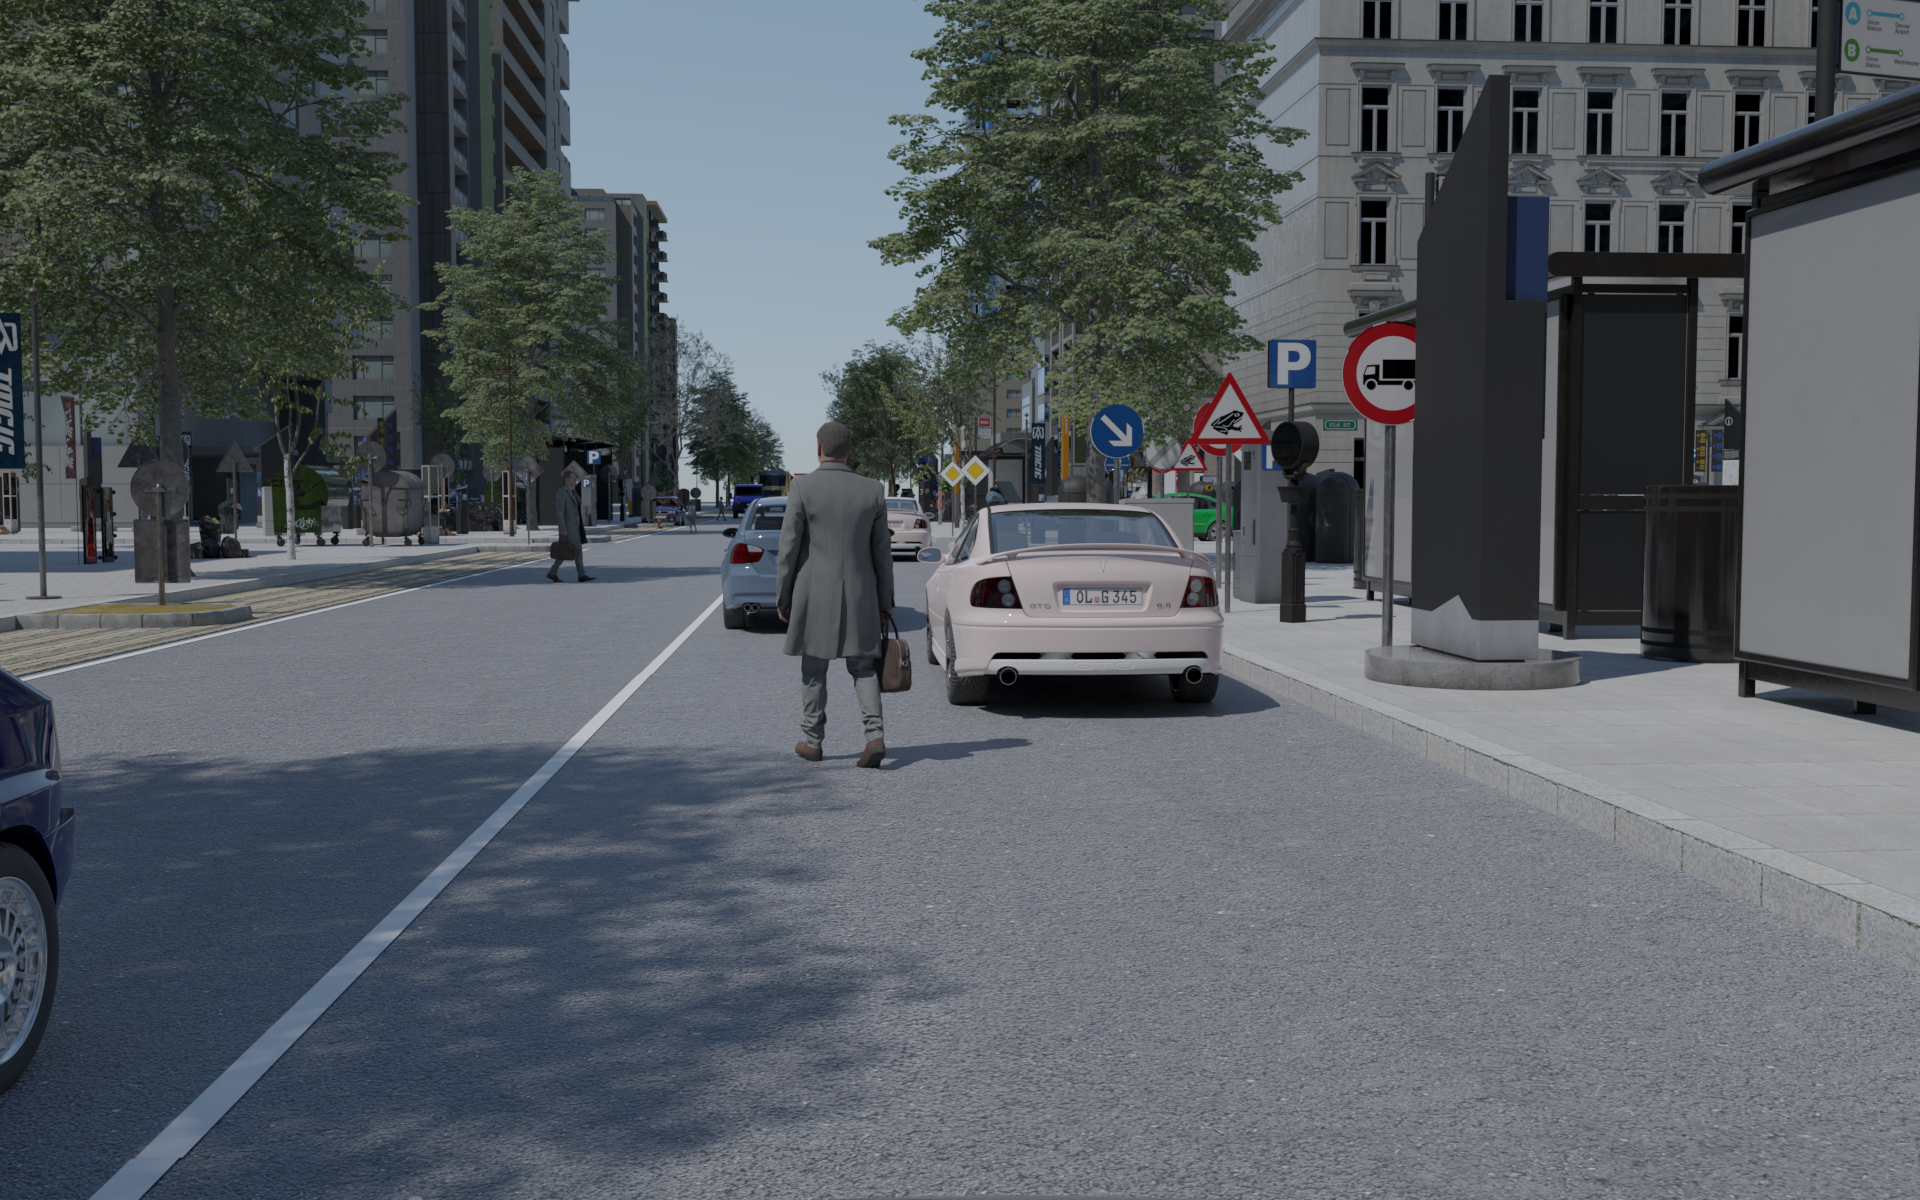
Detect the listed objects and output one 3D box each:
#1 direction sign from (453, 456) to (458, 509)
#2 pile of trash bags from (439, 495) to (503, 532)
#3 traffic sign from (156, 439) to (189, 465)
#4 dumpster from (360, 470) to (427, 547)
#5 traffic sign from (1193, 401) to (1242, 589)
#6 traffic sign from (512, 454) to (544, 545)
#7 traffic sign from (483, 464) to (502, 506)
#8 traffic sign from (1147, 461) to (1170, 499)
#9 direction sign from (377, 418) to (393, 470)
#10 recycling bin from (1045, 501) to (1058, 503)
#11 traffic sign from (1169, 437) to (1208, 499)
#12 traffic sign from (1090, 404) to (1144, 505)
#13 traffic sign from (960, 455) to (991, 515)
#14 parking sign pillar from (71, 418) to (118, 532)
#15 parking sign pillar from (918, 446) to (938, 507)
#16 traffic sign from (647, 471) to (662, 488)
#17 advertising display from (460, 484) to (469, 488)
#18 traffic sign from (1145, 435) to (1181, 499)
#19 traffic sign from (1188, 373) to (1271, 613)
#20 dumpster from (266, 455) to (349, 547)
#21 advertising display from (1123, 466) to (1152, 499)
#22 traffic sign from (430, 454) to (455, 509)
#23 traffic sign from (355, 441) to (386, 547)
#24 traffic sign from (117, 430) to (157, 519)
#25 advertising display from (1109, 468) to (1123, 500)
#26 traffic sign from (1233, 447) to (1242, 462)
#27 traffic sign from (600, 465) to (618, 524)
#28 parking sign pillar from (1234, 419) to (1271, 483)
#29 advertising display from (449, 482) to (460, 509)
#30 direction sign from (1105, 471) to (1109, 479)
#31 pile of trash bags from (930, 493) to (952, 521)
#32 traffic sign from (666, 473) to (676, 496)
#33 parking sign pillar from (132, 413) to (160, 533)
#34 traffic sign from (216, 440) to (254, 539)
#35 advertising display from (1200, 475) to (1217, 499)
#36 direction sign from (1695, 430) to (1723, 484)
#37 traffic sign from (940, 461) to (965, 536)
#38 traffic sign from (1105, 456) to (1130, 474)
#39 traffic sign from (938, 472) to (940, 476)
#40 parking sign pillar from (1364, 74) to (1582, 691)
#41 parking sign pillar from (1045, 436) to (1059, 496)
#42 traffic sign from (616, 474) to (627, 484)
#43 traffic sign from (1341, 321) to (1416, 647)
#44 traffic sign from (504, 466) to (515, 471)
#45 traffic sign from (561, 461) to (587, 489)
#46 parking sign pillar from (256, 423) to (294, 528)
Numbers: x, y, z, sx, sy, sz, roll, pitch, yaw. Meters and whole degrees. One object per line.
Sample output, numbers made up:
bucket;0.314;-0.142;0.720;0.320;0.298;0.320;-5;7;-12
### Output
direction sign;-29.007;-6.588;99.703;0.379;3.537;0.876;0;4;-3
pile of trash bags;-17.071;-3.011;58.977;1.912;1.369;3.447;2;4;24
traffic sign;-16.895;-2.265;37.133;0.768;2.556;0.104;0;4;4
dumpster;-14.031;-2.270;42.866;1.264;1.857;1.865;0;4;-4
traffic sign;3.514;-1.428;23.457;0.768;2.556;0.104;0;4;-4
traffic sign;-10.919;-2.457;43.821;0.795;2.450;0.064;0;4;-4
traffic sign;-18.629;-4.213;68.988;0.768;2.556;0.104;0;4;1
traffic sign;5.067;-2.654;43.494;0.768;2.556;0.104;0;4;1
direction sign;-17.134;-3.651;51.693;0.379;3.537;0.876;1;4;10
recycling bin;2.975;-2.988;61.401;0.722;1.027;0.722;3;4;36
traffic sign;5.238;-2.431;39.751;0.884;2.594;0.081;0;4;2
traffic sign;2.230;-1.500;24.626;0.768;2.556;0.104;0;4;5
traffic sign;0.393;-2.509;44.672;0.795;2.450;0.064;0;4;-4
parking sign pillar;-29.830;-4.348;59.554;1.447;3.967;1.447;-2;4;-32
parking sign pillar;-1.659;-6.253;90.701;1.447;3.967;1.447;-2;4;-34
traffic sign;-17.027;-5.900;96.461;0.884;2.594;0.081;0;4;3
advertising display;-31.157;-6.293;108.106;0.974;1.923;0.123;-1;4;-20
traffic sign;4.282;-2.233;36.611;0.768;2.556;0.104;0;4;1
traffic sign;2.887;-1.139;18.629;0.884;2.594;0.081;0;4;2
dumpster;-16.127;-2.468;42.845;1.502;2.255;1.985;0;4;-5
advertising display;4.125;-2.120;39.874;0.123;1.923;0.974;-2;4;-24
traffic sign;-16.320;-3.334;54.615;0.768;2.556;0.104;0;4;-1
traffic sign;-14.221;-2.548;41.772;0.768;2.556;0.104;0;4;5
traffic sign;-16.580;-2.141;35.007;0.884;2.594;0.081;0;4;-1
advertising display;3.880;-2.304;42.891;0.123;1.923;0.974;1;4;22
traffic sign;4.190;-1.473;25.273;0.795;2.450;0.064;0;4;-3
traffic sign;-15.283;-4.607;75.431;0.768;2.556;0.104;0;4;3
parking sign pillar;10.621;-4.550;62.865;1.447;3.967;1.447;1;4;15
advertising display;-27.248;-5.330;92.357;0.123;1.923;0.974;2;4;32
direction sign;8.674;-6.864;104.221;0.379;3.537;0.876;3;5;42
pile of trash bags;-0.957;-4.473;82.883;1.912;1.369;3.447;0;4;-1
traffic sign;-18.088;-6.577;107.545;0.884;2.594;0.081;0;4;-2
parking sign pillar;-27.014;-4.256;58.052;1.447;3.967;1.447;-2;4;-30
traffic sign;-17.505;-2.557;41.810;0.884;2.594;0.081;0;4;-3
advertising display;8.666;-3.360;60.151;0.974;1.923;0.123;-3;5;-43
direction sign;26.330;-4.218;60.963;0.876;3.537;0.379;1;4;18
traffic sign;-0.223;-2.996;52.634;0.795;2.450;0.064;0;4;-4
traffic sign;4.726;-3.178;52.060;0.768;2.556;0.104;0;4;1
traffic sign;-1.341;-5.980;97.878;0.768;2.556;0.104;0;4;5
parking sign pillar;3.543;-1.432;11.891;1.447;3.967;1.447;0;4;-5
parking sign pillar;4.207;-5.683;81.382;1.447;3.967;1.447;-1;4;-23
traffic sign;-20.994;-6.570;107.518;0.768;2.556;0.104;0;4;-3
traffic sign;3.187;-0.780;12.852;0.768;2.556;0.104;0;4;-2
traffic sign;-20.141;-4.748;77.735;0.768;2.556;0.104;0;4;-4
traffic sign;-11.535;-2.944;51.783;0.795;2.450;0.064;0;4;-4
parking sign pillar;-26.011;-4.730;65.802;1.447;3.967;1.447;3;5;42
